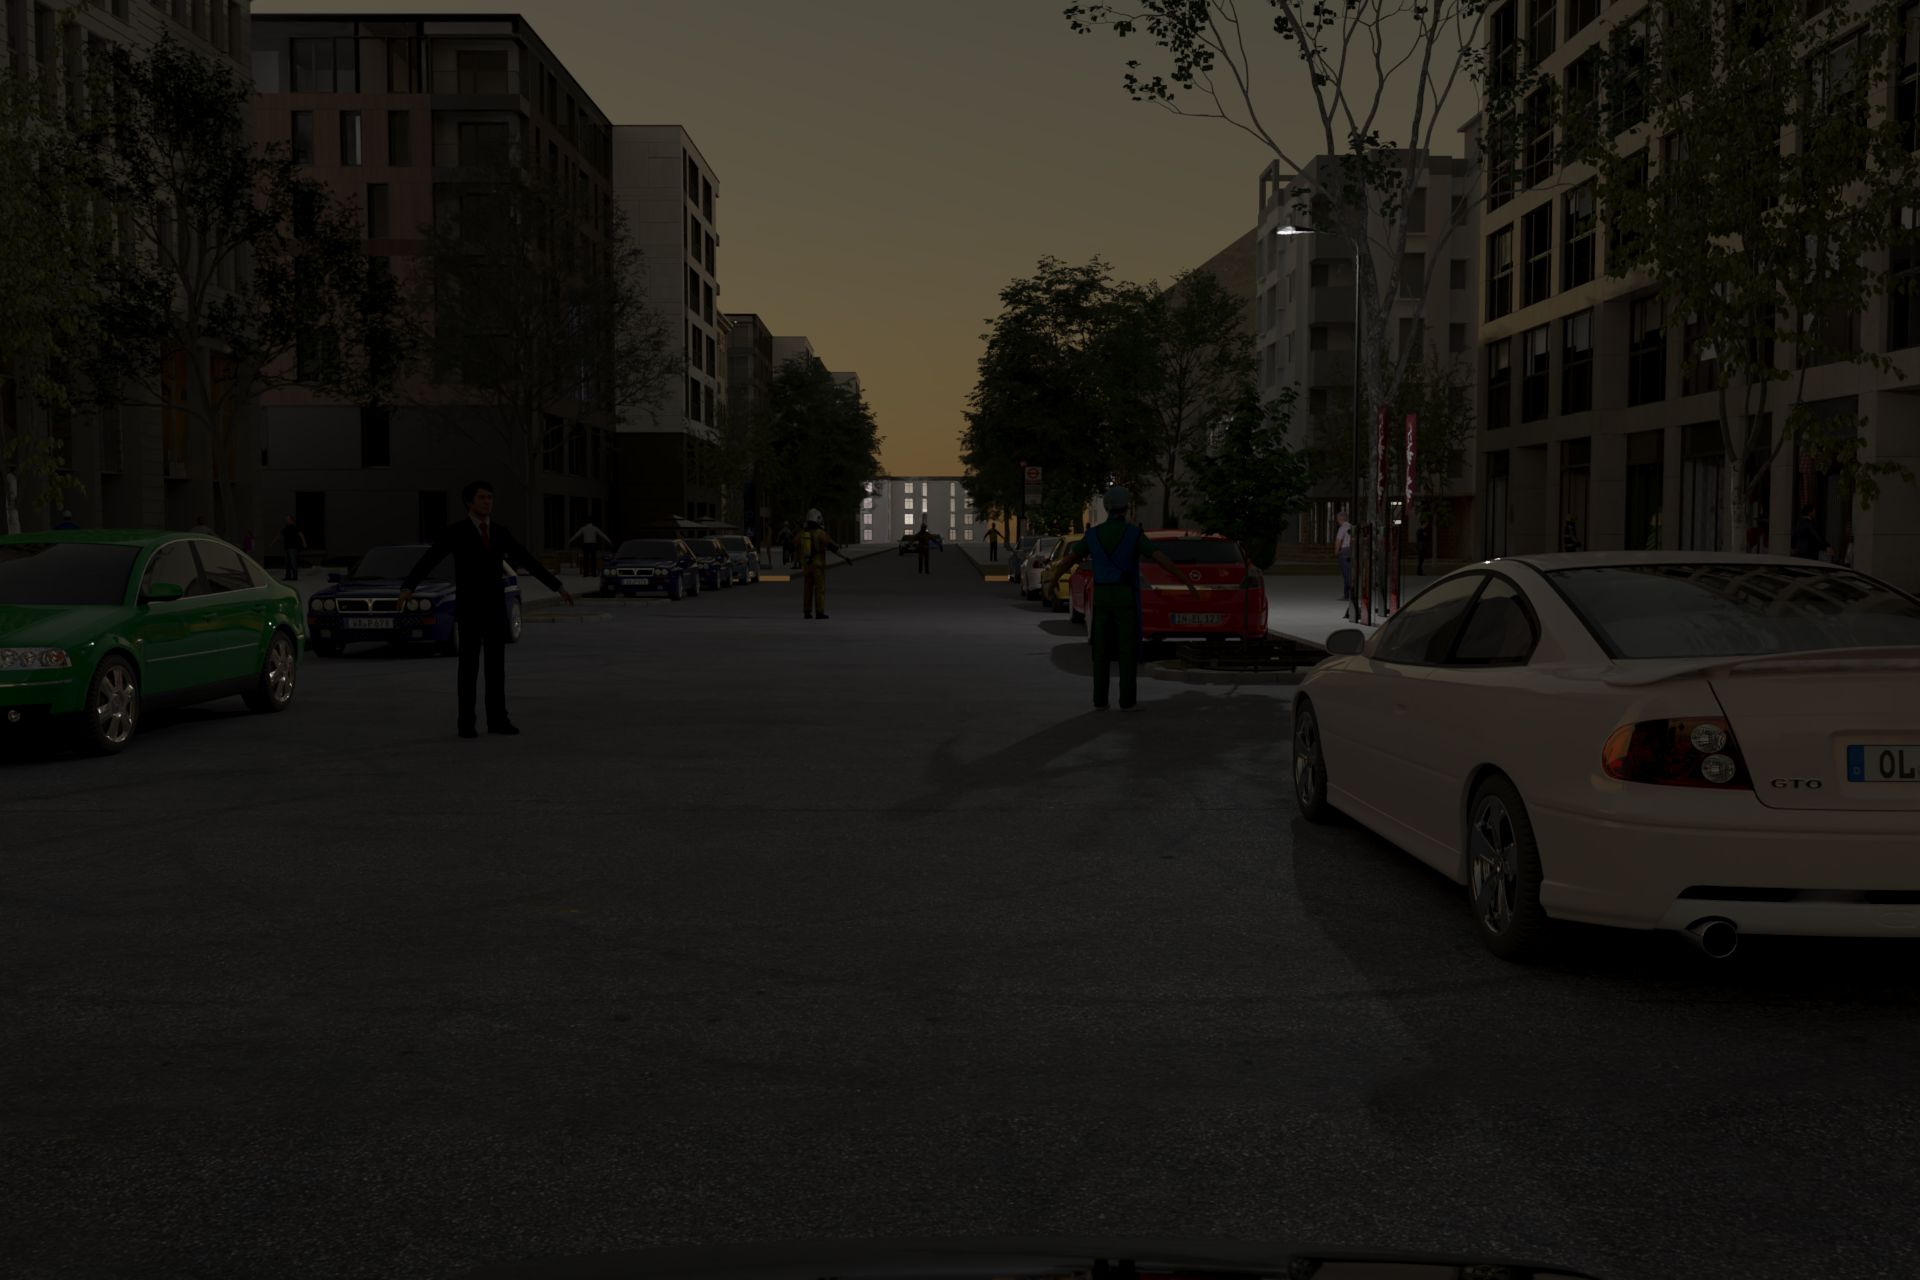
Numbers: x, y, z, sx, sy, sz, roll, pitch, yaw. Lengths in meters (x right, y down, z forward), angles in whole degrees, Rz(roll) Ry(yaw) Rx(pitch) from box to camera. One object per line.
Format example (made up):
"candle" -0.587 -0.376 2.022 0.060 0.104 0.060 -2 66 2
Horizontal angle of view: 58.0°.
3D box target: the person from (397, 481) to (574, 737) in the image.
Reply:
"person" -3.397 -0.226 12.336 1.347 1.806 0.705 -3 5 -42

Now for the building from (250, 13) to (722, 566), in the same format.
"building" -27.817 -14.721 84.671 27.936 21.610 32.646 0 4 0

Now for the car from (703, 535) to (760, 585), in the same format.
"car" -6.814 -2.326 50.038 2.014 1.417 4.499 0 3 0

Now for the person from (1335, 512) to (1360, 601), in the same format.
"person" 7.381 -1.610 33.306 0.756 1.711 0.436 -3 4 -36

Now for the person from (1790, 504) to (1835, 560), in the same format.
"person" 15.414 -1.554 31.464 0.704 1.823 1.345 0 4 -3

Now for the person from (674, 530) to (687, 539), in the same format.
"person" -11.970 -4.164 74.537 0.721 1.772 1.216 -3 5 -39

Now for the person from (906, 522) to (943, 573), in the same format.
"person" -1.313 -3.349 62.983 1.354 1.858 0.705 -1 4 -15

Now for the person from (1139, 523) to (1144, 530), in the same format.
"person" 8.445 -4.573 80.898 1.346 1.812 0.704 1 4 22

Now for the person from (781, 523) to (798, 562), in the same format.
"person" -7.491 -4.419 78.473 1.346 1.802 0.704 1 4 12

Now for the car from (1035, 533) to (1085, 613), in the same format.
"car" 2.482 -1.395 33.026 2.015 1.641 3.980 0 4 -1

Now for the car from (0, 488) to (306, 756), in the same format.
"car" -6.336 -0.231 12.580 1.959 1.807 4.718 0 4 0

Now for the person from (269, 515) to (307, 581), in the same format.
"person" -18.394 -2.526 47.523 1.348 1.803 0.705 2 4 25

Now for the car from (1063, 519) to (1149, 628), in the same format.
"car" 2.693 -1.074 26.608 2.155 1.783 4.494 0 4 -1

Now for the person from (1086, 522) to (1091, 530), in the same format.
"person" 6.270 -4.834 84.823 0.705 1.856 1.354 3 5 39

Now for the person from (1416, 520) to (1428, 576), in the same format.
"person" 14.132 -2.815 52.995 0.541 1.710 0.530 -3 4 -38

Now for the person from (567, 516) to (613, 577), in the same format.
"person" -11.006 -2.773 51.500 1.344 1.810 0.704 -1 4 -11

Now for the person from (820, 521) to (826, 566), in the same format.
"person" -5.639 -3.907 70.002 0.705 1.813 1.348 2 4 26

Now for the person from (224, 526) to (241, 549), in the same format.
"person" -18.736 -2.355 44.618 0.704 1.816 1.345 -2 4 -31

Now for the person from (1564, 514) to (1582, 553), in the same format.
"person" 17.267 -2.637 48.880 0.704 1.858 1.351 0 4 6

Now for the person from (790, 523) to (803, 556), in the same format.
"person" -8.198 -5.028 88.345 1.345 1.843 0.704 3 5 42

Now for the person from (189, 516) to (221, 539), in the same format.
"person" -22.594 -2.785 51.618 1.344 1.819 0.704 -3 4 -38

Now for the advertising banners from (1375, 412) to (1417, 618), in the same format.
"advertising banners" 6.544 -1.824 26.012 0.090 3.025 2.074 0 4 0

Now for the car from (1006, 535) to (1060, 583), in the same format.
"car" 2.399 -2.417 51.518 2.014 1.417 4.499 0 4 -2

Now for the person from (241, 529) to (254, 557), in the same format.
"person" -22.357 -2.750 54.225 0.991 1.433 0.599 3 4 39

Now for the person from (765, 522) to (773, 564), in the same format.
"person" -7.468 -3.679 66.956 0.721 1.733 1.217 0 4 -7

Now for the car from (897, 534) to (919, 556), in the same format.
"car" -3.206 -6.491 115.914 2.009 1.686 4.222 0 4 -1

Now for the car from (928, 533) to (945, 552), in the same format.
"car" -2.210 -8.025 140.799 1.945 1.707 3.694 0 4 -1

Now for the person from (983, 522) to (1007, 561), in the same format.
"person" 1.599 -4.624 81.564 1.349 1.833 0.705 -2 4 -33

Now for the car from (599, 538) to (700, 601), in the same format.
"car" -6.864 -1.584 38.475 1.945 1.354 3.894 0 3 0

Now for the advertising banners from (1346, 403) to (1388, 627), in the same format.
"advertising banners" 5.698 -1.716 24.247 0.090 3.025 2.074 0 4 0

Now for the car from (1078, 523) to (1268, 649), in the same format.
"car" 2.556 -0.737 21.092 2.155 1.783 4.494 0 4 -1

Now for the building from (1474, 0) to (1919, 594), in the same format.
"building" 27.658 -14.673 43.097 19.350 26.588 34.151 0 3 0

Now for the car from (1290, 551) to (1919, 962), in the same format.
"car" 2.678 0.316 7.201 2.083 1.381 4.827 0 4 -2

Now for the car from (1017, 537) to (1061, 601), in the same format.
"car" 2.342 -1.610 38.692 2.083 1.381 4.827 0 4 0

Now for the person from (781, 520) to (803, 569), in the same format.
"person" -6.001 -3.509 63.637 0.705 1.796 1.348 3 5 42

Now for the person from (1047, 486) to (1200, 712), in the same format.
"person" 1.283 -0.334 14.040 1.347 1.817 0.704 2 4 29

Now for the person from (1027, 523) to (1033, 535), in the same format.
"person" 3.486 -4.812 84.858 0.705 1.806 1.347 1 4 19

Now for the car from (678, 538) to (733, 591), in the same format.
"car" -6.949 -1.980 44.954 1.945 1.354 3.894 0 4 0

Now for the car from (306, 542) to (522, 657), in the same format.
"car" -6.676 -0.543 21.464 1.945 1.354 3.894 0 3 0

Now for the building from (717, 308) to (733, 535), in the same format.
"building" -25.966 -17.473 116.605 19.493 23.208 18.063 0 4 -1

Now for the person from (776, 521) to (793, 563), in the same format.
"person" -7.699 -4.347 76.928 1.347 1.847 0.705 3 4 36

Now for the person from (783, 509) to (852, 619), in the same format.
"person" -2.451 -1.286 29.253 1.354 1.858 0.705 2 4 27

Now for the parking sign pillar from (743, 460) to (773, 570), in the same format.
"parking sign pillar" -7.524 -4.541 62.713 1.447 3.967 1.447 0 4 1

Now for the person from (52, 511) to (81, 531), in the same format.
"person" -21.569 -2.202 41.888 1.347 1.842 0.705 -2 4 -31
